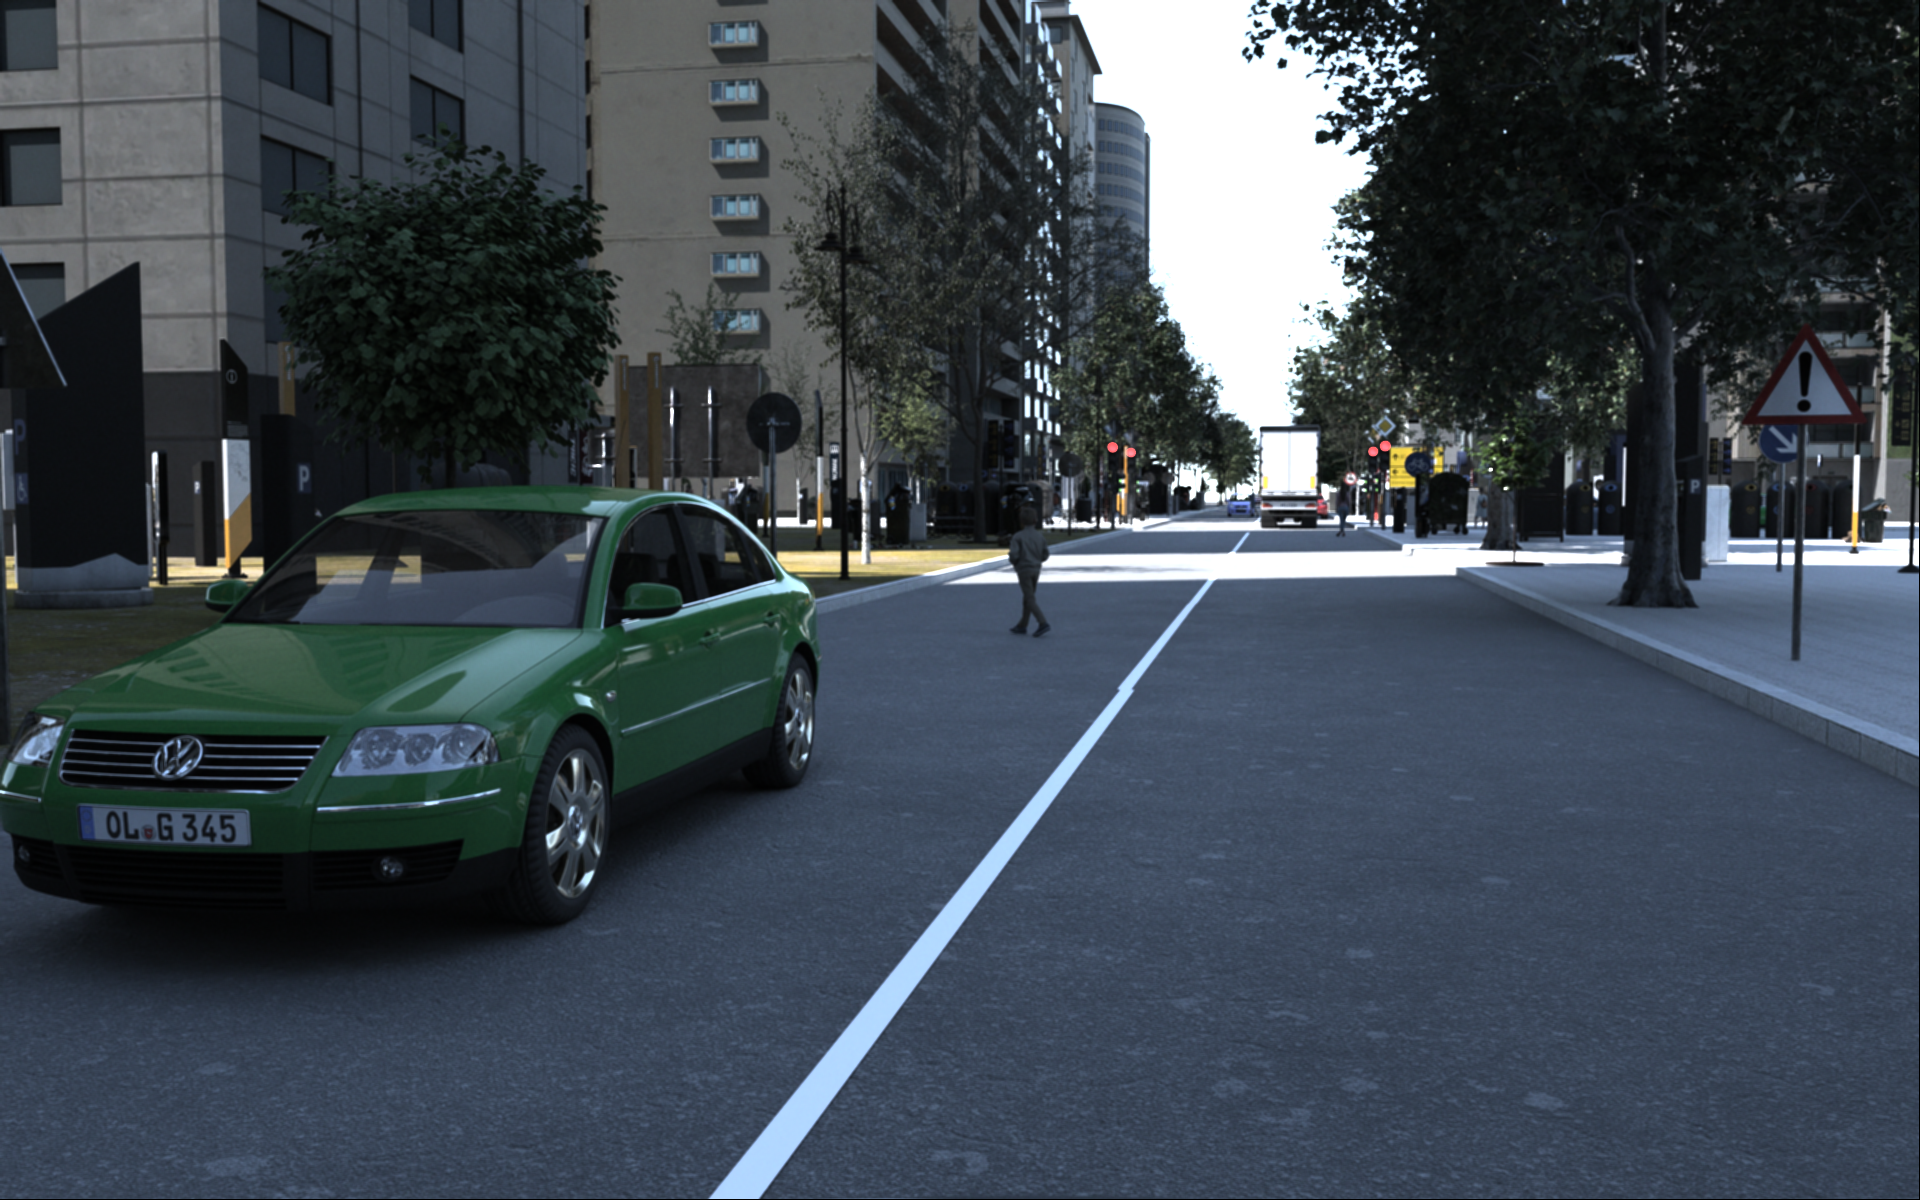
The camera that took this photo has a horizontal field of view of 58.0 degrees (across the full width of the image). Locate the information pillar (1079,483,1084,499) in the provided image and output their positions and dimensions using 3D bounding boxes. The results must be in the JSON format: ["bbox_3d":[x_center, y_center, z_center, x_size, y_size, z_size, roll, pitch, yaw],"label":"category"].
[{"bbox_3d":[7.890,-6.602,112.430,0.304,2.012,0.304,-1,4,-15],"label":"information pillar"}]

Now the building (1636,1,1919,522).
[{"bbox_3d":[41.524,-24.520,84.491,14.086,41.232,14.154,1,4,10],"label":"building"}]

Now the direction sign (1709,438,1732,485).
[{"bbox_3d":[30.613,-4.758,69.794,0.876,3.537,0.379,0,4,3],"label":"direction sign"}]

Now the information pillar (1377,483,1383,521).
[{"bbox_3d":[19.786,-5.499,81.264,0.183,3.616,0.504,0,4,-7],"label":"information pillar"}]

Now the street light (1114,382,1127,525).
[{"bbox_3d":[6.637,-6.038,71.509,0.468,5.910,1.993,1,4,10],"label":"street light"}]

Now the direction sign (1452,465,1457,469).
[{"bbox_3d":[38.028,-8.640,133.268,0.876,3.537,0.379,1,4,12],"label":"direction sign"}]

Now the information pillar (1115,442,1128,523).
[{"bbox_3d":[7.264,-5.254,77.262,0.504,3.616,0.183,1,4,19],"label":"information pillar"}]

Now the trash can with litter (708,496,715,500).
[{"bbox_3d":[-11.857,-4.268,80.841,1.678,1.210,2.233,1,4,20],"label":"trash can with litter"}]

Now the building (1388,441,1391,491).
[{"bbox_3d":[82.287,-40.406,284.333,21.300,48.544,21.600,1,4,10],"label":"building"}]

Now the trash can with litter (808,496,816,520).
[{"bbox_3d":[-7.343,-4.463,84.353,0.624,1.170,1.055,3,5,41],"label":"trash can with litter"}]

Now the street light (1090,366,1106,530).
[{"bbox_3d":[4.996,-5.490,62.543,0.468,5.910,1.993,1,4,10],"label":"street light"}]

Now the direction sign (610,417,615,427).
[{"bbox_3d":[-9.803,-3.601,50.872,0.876,3.537,0.379,-1,4,-21],"label":"direction sign"}]

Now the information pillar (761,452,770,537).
[{"bbox_3d":[-5.753,-3.666,51.295,0.183,3.616,0.504,-1,4,-18],"label":"information pillar"}]

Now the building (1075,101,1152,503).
[{"bbox_3d":[16.870,-43.856,259.042,21.231,58.520,28.212,1,4,10],"label":"building"}]

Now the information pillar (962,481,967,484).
[{"bbox_3d":[0.266,-5.862,100.330,0.304,2.012,0.304,0,4,1],"label":"information pillar"}]

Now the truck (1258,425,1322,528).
[{"bbox_3d":[14.488,-5.331,76.070,2.839,4.237,11.283,1,4,11],"label":"truck"}]

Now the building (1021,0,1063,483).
[{"bbox_3d":[-2.518,-33.305,164.153,23.786,49.044,30.456,1,4,10],"label":"building"}]

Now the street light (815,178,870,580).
[{"bbox_3d":[-1.728,-3.240,25.768,0.468,5.910,1.993,1,4,10],"label":"street light"}]

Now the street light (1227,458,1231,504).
[{"bbox_3d":[35.583,-15.646,228.592,0.468,5.910,1.993,1,4,10],"label":"street light"}]

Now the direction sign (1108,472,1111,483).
[{"bbox_3d":[10.784,-7.996,122.729,0.379,3.537,0.876,-2,4,-34],"label":"direction sign"}]

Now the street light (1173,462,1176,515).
[{"bbox_3d":[13.429,-8.283,108.222,0.468,5.910,1.993,1,4,10],"label":"street light"}]

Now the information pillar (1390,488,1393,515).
[{"bbox_3d":[25.938,-6.070,103.740,0.304,2.012,0.304,0,4,-1],"label":"information pillar"}]

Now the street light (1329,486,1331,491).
[{"bbox_3d":[30.998,-10.556,145.386,0.468,5.910,1.993,1,4,10],"label":"street light"}]

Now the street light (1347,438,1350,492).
[{"bbox_3d":[23.945,-8.206,106.952,0.468,5.910,1.993,1,4,10],"label":"street light"}]

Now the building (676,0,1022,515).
[{"bbox_3d":[-7.392,-31.051,131.385,21.300,48.544,21.600,1,4,10],"label":"building"}]

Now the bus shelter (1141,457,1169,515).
[{"bbox_3d":[12.579,-7.259,109.965,1.731,3.624,6.357,1,4,10],"label":"bus shelter"}]

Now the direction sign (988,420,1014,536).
[{"bbox_3d":[1.254,-3.725,52.904,0.876,3.537,0.379,2,4,27],"label":"direction sign"}]

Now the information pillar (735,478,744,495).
[{"bbox_3d":[-9.644,-5.200,76.366,0.504,3.616,0.183,0,4,3],"label":"information pillar"}]

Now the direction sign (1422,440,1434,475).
[{"bbox_3d":[19.418,-4.888,71.922,0.379,3.537,0.876,-1,4,-17],"label":"direction sign"}]

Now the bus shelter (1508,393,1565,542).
[{"bbox_3d":[16.516,-4.440,50.224,2.179,5.291,8.768,1,4,10],"label":"bus shelter"}]

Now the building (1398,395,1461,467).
[{"bbox_3d":[80.467,-41.002,259.627,28.713,52.752,27.495,1,4,10],"label":"building"}]

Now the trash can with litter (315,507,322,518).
[{"bbox_3d":[-13.839,-1.504,35.977,0.624,1.170,1.055,1,4,23],"label":"trash can with litter"}]

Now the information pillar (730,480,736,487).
[{"bbox_3d":[-11.706,-5.222,89.867,0.304,2.012,0.304,-3,5,-39],"label":"information pillar"}]

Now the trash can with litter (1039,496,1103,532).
[{"bbox_3d":[3.822,-2.925,58.880,2.233,1.210,1.678,0,4,4],"label":"trash can with litter"}]

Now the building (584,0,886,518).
[{"bbox_3d":[-13.100,-29.278,102.392,21.300,48.544,21.600,1,4,10],"label":"building"}]

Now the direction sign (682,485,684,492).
[{"bbox_3d":[-10.311,-4.425,64.350,0.876,3.537,0.379,-2,4,-32],"label":"direction sign"}]

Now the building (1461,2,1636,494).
[{"bbox_3d":[59.869,-51.779,159.259,22.319,86.520,31.000,1,4,10],"label":"building"}]

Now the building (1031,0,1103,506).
[{"bbox_3d":[0.362,-36.922,192.916,28.713,52.752,27.495,1,4,10],"label":"building"}]

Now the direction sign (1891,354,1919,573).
[{"bbox_3d":[15.525,-2.213,28.177,0.876,3.537,0.379,-1,4,-13],"label":"direction sign"}]

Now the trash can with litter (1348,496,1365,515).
[{"bbox_3d":[23.866,-5.688,104.384,1.055,1.170,0.624,-1,4,-8],"label":"trash can with litter"}]

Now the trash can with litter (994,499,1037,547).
[{"bbox_3d":[1.342,-1.883,42.180,1.055,1.170,0.624,2,4,26],"label":"trash can with litter"}]

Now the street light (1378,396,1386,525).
[{"bbox_3d":[17.299,-6.015,71.133,0.468,5.910,1.993,1,4,10],"label":"street light"}]

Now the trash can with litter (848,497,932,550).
[{"bbox_3d":[-1.734,-1.823,40.869,2.233,1.210,1.678,-1,4,-9],"label":"trash can with litter"}]

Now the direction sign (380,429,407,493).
[{"bbox_3d":[-9.884,-2.343,30.297,0.379,3.537,0.876,1,4,13],"label":"direction sign"}]

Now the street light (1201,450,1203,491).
[{"bbox_3d":[20.684,-10.701,147.747,0.468,5.910,1.993,1,4,10],"label":"street light"}]

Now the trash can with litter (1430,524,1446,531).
[{"bbox_3d":[16.985,-3.022,60.803,1.055,1.170,0.624,-2,4,-32],"label":"trash can with litter"}]

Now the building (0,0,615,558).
[{"bbox_3d":[-22.798,-37.083,44.553,20.611,71.187,20.563,1,4,10],"label":"building"}]

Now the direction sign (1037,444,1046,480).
[{"bbox_3d":[3.714,-5.320,78.981,0.379,3.537,0.876,2,4,26],"label":"direction sign"}]

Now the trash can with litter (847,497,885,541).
[{"bbox_3d":[-2.597,-2.227,47.798,0.624,1.170,1.055,3,5,40],"label":"trash can with litter"}]

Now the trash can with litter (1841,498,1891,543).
[{"bbox_3d":[23.629,-2.066,45.173,1.055,1.170,0.624,0,4,0],"label":"trash can with litter"}]
